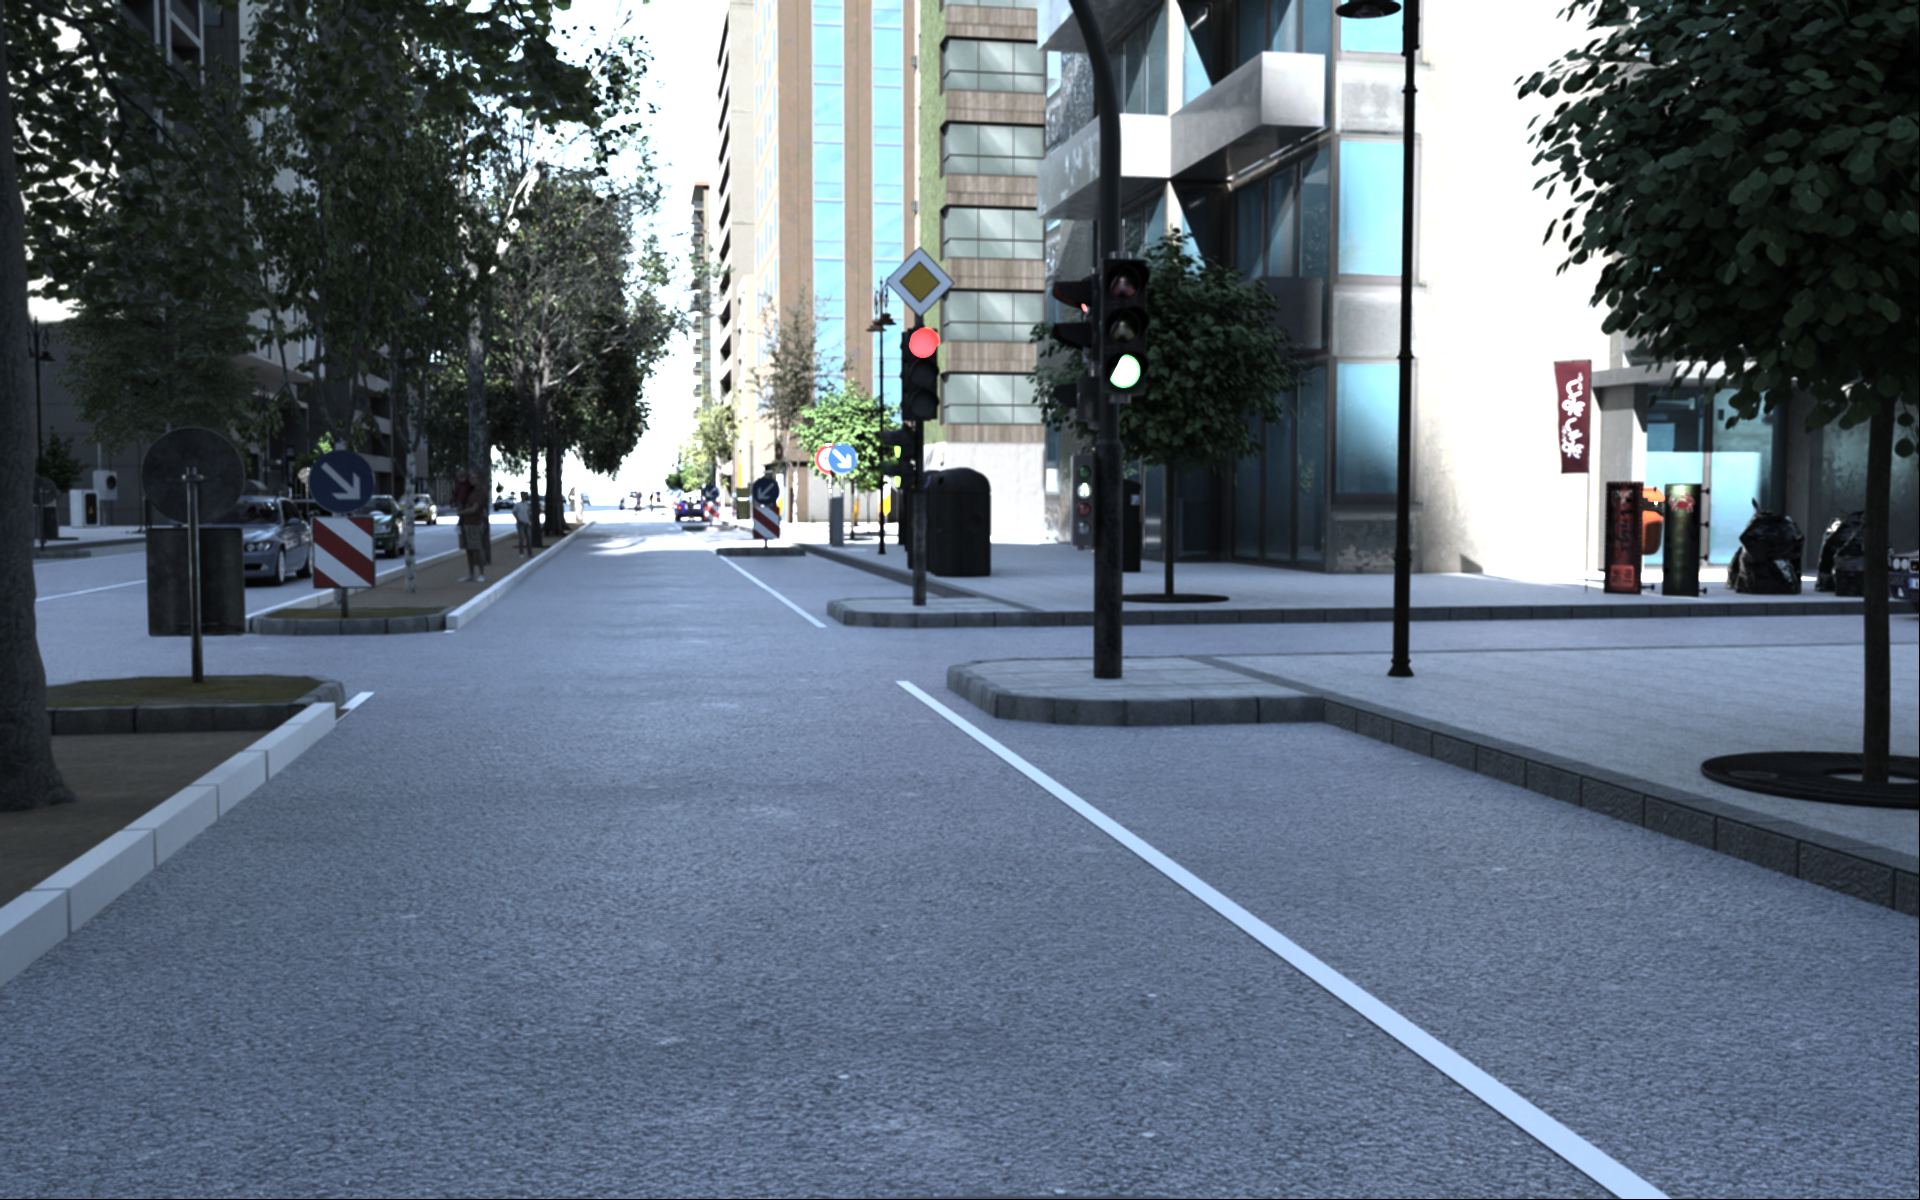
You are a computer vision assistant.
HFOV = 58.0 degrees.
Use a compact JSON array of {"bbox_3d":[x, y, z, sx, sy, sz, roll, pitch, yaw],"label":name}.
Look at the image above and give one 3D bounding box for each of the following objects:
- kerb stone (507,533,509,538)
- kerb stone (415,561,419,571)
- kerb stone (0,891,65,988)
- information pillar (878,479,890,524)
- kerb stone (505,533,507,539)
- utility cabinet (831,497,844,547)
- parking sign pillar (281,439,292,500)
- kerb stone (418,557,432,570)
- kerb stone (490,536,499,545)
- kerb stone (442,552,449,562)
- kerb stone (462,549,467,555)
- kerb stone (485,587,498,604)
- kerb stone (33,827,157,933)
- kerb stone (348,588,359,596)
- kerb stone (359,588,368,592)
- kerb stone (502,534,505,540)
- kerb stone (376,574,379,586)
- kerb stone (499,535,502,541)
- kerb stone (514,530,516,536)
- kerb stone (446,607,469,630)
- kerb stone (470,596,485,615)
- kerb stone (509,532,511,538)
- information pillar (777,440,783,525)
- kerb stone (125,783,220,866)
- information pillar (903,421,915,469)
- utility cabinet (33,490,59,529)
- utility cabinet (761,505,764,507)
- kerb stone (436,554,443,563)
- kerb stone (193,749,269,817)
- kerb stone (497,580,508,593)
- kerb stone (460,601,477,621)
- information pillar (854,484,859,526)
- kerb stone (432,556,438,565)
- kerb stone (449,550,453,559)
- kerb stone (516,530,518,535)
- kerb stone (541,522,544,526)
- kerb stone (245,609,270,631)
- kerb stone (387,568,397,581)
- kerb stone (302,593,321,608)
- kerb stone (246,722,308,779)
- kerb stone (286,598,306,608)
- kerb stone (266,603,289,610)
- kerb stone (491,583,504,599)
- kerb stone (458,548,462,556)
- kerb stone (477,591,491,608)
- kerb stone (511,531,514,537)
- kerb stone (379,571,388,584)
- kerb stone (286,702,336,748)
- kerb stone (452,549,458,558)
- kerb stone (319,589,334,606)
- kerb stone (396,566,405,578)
[{"bbox_3d":[-14.392,-1.984,54.627,0.120,0.150,1.000,-1,4,-11],"label":"kerb stone"},{"bbox_3d":[-9.998,-0.569,31.491,0.120,0.150,1.000,-1,4,-11],"label":"kerb stone"},{"bbox_3d":[-2.862,1.045,5.116,0.120,0.150,1.000,-1,4,-11],"label":"kerb stone"},{"bbox_3d":[-3.216,-5.011,73.278,0.504,3.616,0.183,-2,4,-28],"label":"information pillar"},{"bbox_3d":[-14.200,-1.916,53.623,0.120,0.150,1.000,-1,4,-11],"label":"kerb stone"},{"bbox_3d":[-3.010,-1.925,42.636,0.306,1.237,1.020,0,4,-3],"label":"utility cabinet"},{"bbox_3d":[-32.957,-5.896,84.875,1.447,3.967,1.447,-1,4,-18],"label":"parking sign pillar"},{"bbox_3d":[-10.382,-0.691,33.500,0.120,0.150,1.000,-1,4,-11],"label":"kerb stone"},{"bbox_3d":[-13.632,-1.738,50.610,0.120,0.150,1.000,-1,4,-11],"label":"kerb stone"},{"bbox_3d":[-10.952,-0.876,36.523,0.120,0.150,1.000,-1,4,-11],"label":"kerb stone"},{"bbox_3d":[-11.721,-1.121,40.555,0.120,0.150,1.000,-1,4,-11],"label":"kerb stone"},{"bbox_3d":[-6.204,-0.034,22.747,0.120,0.150,1.000,-1,4,-11],"label":"kerb stone"},{"bbox_3d":[-3.050,0.983,6.124,0.120,0.150,1.000,-1,4,-11],"label":"kerb stone"},{"bbox_3d":[-8.666,-0.137,24.441,0.120,0.150,1.000,-1,4,-11],"label":"kerb stone"},{"bbox_3d":[-8.845,-0.199,25.452,0.120,0.150,1.000,-1,4,-11],"label":"kerb stone"},{"bbox_3d":[-14.012,-1.861,52.618,0.120,0.150,1.000,-1,4,-11],"label":"kerb stone"},{"bbox_3d":[-9.045,-0.261,26.460,0.120,0.150,1.000,-1,4,-11],"label":"kerb stone"},{"bbox_3d":[-13.821,-1.799,51.614,0.120,0.150,1.000,-1,4,-11],"label":"kerb stone"},{"bbox_3d":[-14.963,-2.169,57.655,0.120,0.150,1.000,-1,4,-11],"label":"kerb stone"},{"bbox_3d":[-5.443,0.212,18.722,0.120,0.150,1.000,-1,4,-11],"label":"kerb stone"},{"bbox_3d":[-5.822,0.093,20.730,0.120,0.150,1.000,-1,4,-11],"label":"kerb stone"},{"bbox_3d":[-14.590,-2.041,55.641,0.120,0.150,1.000,-1,4,-11],"label":"kerb stone"},{"bbox_3d":[-7.538,-4.950,72.287,0.183,3.616,0.504,1,4,22],"label":"information pillar"},{"bbox_3d":[-3.239,0.921,7.129,0.120,0.150,1.000,-1,4,-11],"label":"kerb stone"},{"bbox_3d":[-1.598,-3.894,55.018,0.504,3.616,0.183,0,4,5],"label":"information pillar"},{"bbox_3d":[-33.566,-3.334,63.194,1.173,1.500,0.318,0,4,2],"label":"utility cabinet"},{"bbox_3d":[-10.420,-5.081,94.242,0.306,1.237,1.020,3,5,44],"label":"utility cabinet"},{"bbox_3d":[-10.766,-0.814,35.518,0.120,0.150,1.000,-1,4,-11],"label":"kerb stone"},{"bbox_3d":[-3.431,0.860,8.142,0.120,0.150,1.000,-1,4,-11],"label":"kerb stone"},{"bbox_3d":[-6.589,-0.156,24.754,0.120,0.150,1.000,-1,4,-11],"label":"kerb stone"},{"bbox_3d":[-5.632,0.151,19.726,0.120,0.150,1.000,-1,4,-11],"label":"kerb stone"},{"bbox_3d":[-4.146,-4.766,69.282,0.183,3.616,0.504,1,4,13],"label":"information pillar"},{"bbox_3d":[-10.577,-0.752,34.504,0.120,0.150,1.000,-1,4,-11],"label":"kerb stone"},{"bbox_3d":[-11.150,-0.935,37.530,0.120,0.150,1.000,-1,4,-11],"label":"kerb stone"},{"bbox_3d":[-15.163,-2.227,58.658,0.120,0.150,1.000,-1,4,-11],"label":"kerb stone"},{"bbox_3d":[-19.361,-3.584,80.801,0.120,0.150,1.000,-1,4,-11],"label":"kerb stone"},{"bbox_3d":[-7.515,0.233,18.416,0.120,0.150,1.000,-1,4,-11],"label":"kerb stone"},{"bbox_3d":[-9.423,-0.384,28.469,0.120,0.150,1.000,-1,4,-11],"label":"kerb stone"},{"bbox_3d":[-8.093,0.047,21.429,0.120,0.150,1.000,-1,4,-11],"label":"kerb stone"},{"bbox_3d":[-3.619,0.798,9.160,0.120,0.150,1.000,-1,4,-11],"label":"kerb stone"},{"bbox_3d":[-7.901,0.110,20.423,0.120,0.150,1.000,-1,4,-11],"label":"kerb stone"},{"bbox_3d":[-7.714,0.170,19.418,0.120,0.150,1.000,-1,4,-11],"label":"kerb stone"},{"bbox_3d":[-6.387,-0.095,23.752,0.120,0.150,1.000,-1,4,-11],"label":"kerb stone"},{"bbox_3d":[-11.537,-1.061,39.544,0.120,0.150,1.000,-1,4,-11],"label":"kerb stone"},{"bbox_3d":[-6.016,0.028,21.733,0.120,0.150,1.000,-1,4,-11],"label":"kerb stone"},{"bbox_3d":[-14.777,-2.107,56.650,0.120,0.150,1.000,-1,4,-11],"label":"kerb stone"},{"bbox_3d":[-9.240,-0.321,27.464,0.120,0.150,1.000,-1,4,-11],"label":"kerb stone"},{"bbox_3d":[-3.812,0.736,10.164,0.120,0.150,1.000,-1,4,-11],"label":"kerb stone"},{"bbox_3d":[-11.339,-0.997,38.542,0.120,0.150,1.000,-1,4,-11],"label":"kerb stone"},{"bbox_3d":[-8.275,-0.010,22.435,0.120,0.150,1.000,-1,4,-11],"label":"kerb stone"},{"bbox_3d":[-9.625,-0.444,29.481,0.120,0.150,1.000,-1,4,-11],"label":"kerb stone"}]
